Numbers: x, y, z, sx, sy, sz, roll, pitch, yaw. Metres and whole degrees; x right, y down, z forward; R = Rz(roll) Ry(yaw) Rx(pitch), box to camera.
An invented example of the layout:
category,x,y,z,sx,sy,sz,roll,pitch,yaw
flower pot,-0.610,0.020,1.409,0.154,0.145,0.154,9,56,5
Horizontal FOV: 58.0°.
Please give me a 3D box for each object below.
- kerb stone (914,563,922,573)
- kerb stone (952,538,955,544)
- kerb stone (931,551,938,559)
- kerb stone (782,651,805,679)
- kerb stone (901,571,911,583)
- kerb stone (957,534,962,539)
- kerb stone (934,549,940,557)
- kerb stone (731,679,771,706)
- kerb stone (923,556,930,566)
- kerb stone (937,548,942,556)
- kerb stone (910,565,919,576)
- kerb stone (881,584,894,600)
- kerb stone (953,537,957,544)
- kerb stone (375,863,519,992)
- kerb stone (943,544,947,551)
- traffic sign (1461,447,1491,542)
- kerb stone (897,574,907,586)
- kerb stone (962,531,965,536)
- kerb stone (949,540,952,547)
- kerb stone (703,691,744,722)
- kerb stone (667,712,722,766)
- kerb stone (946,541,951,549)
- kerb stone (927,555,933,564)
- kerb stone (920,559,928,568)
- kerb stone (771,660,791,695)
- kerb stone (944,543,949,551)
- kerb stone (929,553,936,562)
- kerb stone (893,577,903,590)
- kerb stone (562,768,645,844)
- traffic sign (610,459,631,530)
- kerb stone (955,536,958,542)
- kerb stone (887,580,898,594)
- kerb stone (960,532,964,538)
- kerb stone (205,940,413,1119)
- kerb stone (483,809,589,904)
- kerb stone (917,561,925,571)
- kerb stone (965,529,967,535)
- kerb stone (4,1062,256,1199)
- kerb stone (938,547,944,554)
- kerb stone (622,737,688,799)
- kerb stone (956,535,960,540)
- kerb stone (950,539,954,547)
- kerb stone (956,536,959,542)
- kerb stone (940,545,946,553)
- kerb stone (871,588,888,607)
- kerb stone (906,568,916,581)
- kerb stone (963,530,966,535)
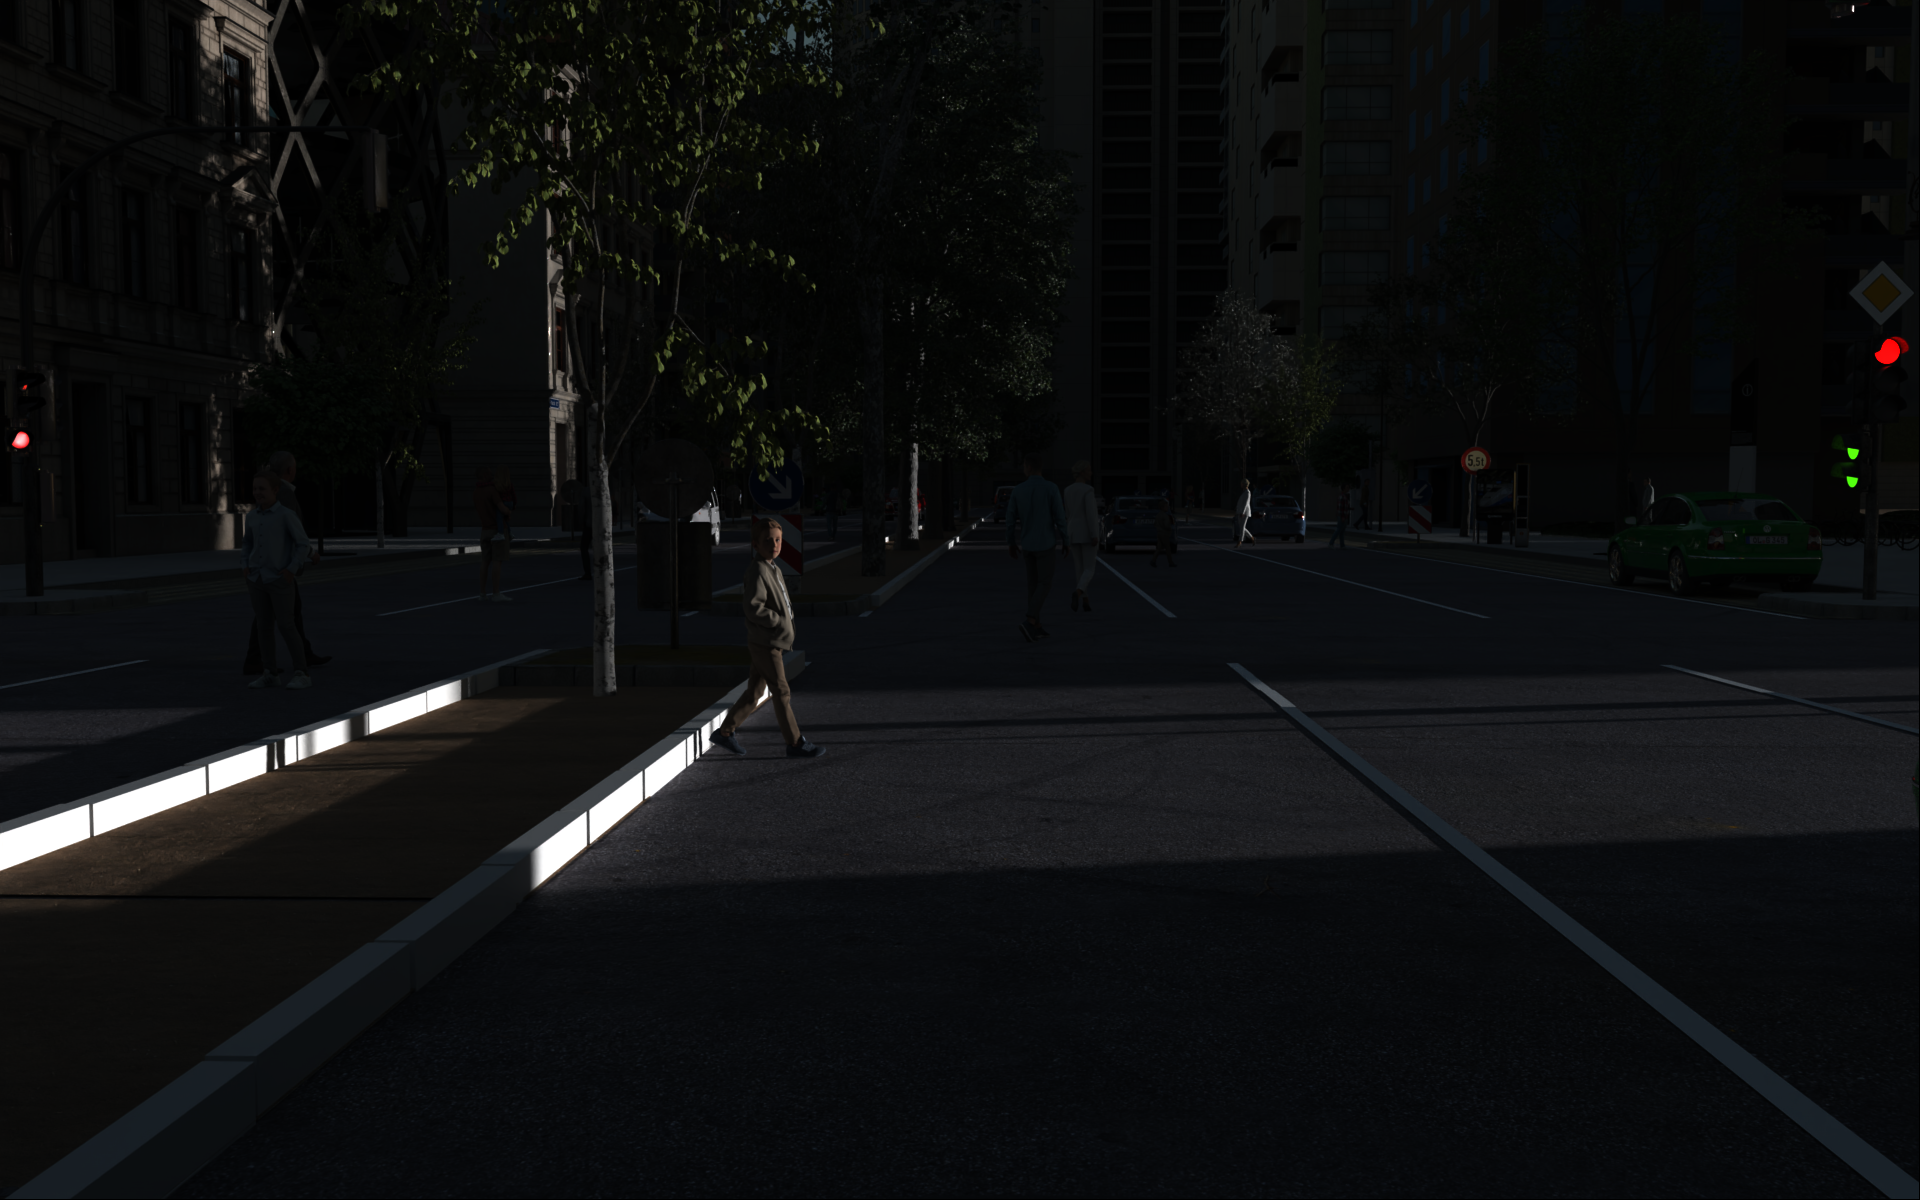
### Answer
category,x,y,z,sx,sy,sz,roll,pitch,yaw
kerb stone,-0.804,-0.513,30.677,0.120,0.150,1.000,0,4,2
kerb stone,-0.270,-1.522,47.072,0.120,0.150,1.000,0,4,2
kerb stone,-0.604,-0.895,36.829,0.120,0.150,1.000,0,4,2
kerb stone,-1.347,0.520,13.699,0.120,0.150,1.000,0,4,2
kerb stone,-0.904,-0.330,27.605,0.120,0.150,1.000,0,4,2
kerb stone,-0.105,-1.831,52.198,0.120,0.150,1.000,0,4,2
kerb stone,-0.573,-0.958,37.857,0.120,0.150,1.000,0,4,2
kerb stone,-1.422,0.645,11.651,0.120,0.150,1.000,0,4,2
kerb stone,-0.710,-0.708,33.764,0.120,0.150,1.000,0,4,2
kerb stone,-0.542,-1.021,38.883,0.120,0.150,1.000,0,4,2
kerb stone,-0.831,-0.456,29.652,0.120,0.150,1.000,0,4,2
kerb stone,-1.032,-0.078,23.511,0.120,0.150,1.000,0,4,2
kerb stone,-0.244,-1.584,48.094,0.120,0.150,1.000,0,4,2
kerb stone,-1.609,1.022,5.481,0.120,0.150,1.000,0,4,2
kerb stone,-0.444,-1.208,41.952,0.120,0.150,1.000,0,4,2
traffic sign,13.826,-2.837,46.492,0.768,2.556,0.104,1,4,10
kerb stone,-0.936,-0.268,26.583,0.120,0.150,1.000,0,4,2
kerb stone,0.020,-2.086,56.300,0.120,0.150,1.000,0,4,2
kerb stone,-0.340,-1.396,45.027,0.120,0.150,1.000,0,4,2
kerb stone,-1.445,0.709,10.621,0.120,0.150,1.000,0,4,2
kerb stone,-1.476,0.771,9.594,0.120,0.150,1.000,0,4,2
kerb stone,-0.374,-1.333,43.995,0.120,0.150,1.000,0,4,2
kerb stone,-0.675,-0.770,34.786,0.120,0.150,1.000,0,4,2
kerb stone,-0.740,-0.638,32.743,0.120,0.150,1.000,0,4,2
kerb stone,-1.379,0.582,12.675,0.120,0.150,1.000,0,4,2
kerb stone,-0.410,-1.271,42.974,0.120,0.150,1.000,0,4,2
kerb stone,-0.630,-0.833,35.807,0.120,0.150,1.000,0,4,2
kerb stone,-0.967,-0.205,25.560,0.120,0.150,1.000,0,4,2
kerb stone,-1.548,0.897,7.537,0.120,0.150,1.000,0,4,2
traffic sign,-12.198,-3.803,62.291,0.768,2.556,0.104,0,4,4
kerb stone,-0.214,-1.647,49.132,0.120,0.150,1.000,0,4,2
kerb stone,-1.003,-0.140,24.538,0.120,0.150,1.000,0,4,2
kerb stone,-0.044,-1.960,54.247,0.120,0.150,1.000,0,4,2
kerb stone,-1.650,1.086,4.459,0.120,0.150,1.000,0,4,2
kerb stone,-1.586,0.959,6.510,0.120,0.150,1.000,0,4,2
kerb stone,-0.767,-0.582,31.712,0.120,0.150,1.000,0,4,2
kerb stone,0.083,-2.210,58.345,0.120,0.150,1.000,0,4,2
kerb stone,-1.677,1.152,3.437,0.120,0.150,1.000,0,4,2
kerb stone,-0.516,-1.080,39.909,0.120,0.150,1.000,0,4,2
kerb stone,-1.511,0.833,8.568,0.120,0.150,1.000,0,4,2
kerb stone,-0.146,-1.773,51.177,0.120,0.150,1.000,0,4,2
kerb stone,-0.312,-1.459,46.049,0.120,0.150,1.000,0,4,2
kerb stone,-0.174,-1.701,50.155,0.120,0.150,1.000,0,4,2
kerb stone,-0.470,-1.146,40.930,0.120,0.150,1.000,0,4,2
kerb stone,-1.065,-0.018,22.489,0.120,0.150,1.000,0,4,2
kerb stone,-0.866,-0.393,28.627,0.120,0.150,1.000,0,4,2
kerb stone,0.052,-2.148,57.322,0.120,0.150,1.000,0,4,2
